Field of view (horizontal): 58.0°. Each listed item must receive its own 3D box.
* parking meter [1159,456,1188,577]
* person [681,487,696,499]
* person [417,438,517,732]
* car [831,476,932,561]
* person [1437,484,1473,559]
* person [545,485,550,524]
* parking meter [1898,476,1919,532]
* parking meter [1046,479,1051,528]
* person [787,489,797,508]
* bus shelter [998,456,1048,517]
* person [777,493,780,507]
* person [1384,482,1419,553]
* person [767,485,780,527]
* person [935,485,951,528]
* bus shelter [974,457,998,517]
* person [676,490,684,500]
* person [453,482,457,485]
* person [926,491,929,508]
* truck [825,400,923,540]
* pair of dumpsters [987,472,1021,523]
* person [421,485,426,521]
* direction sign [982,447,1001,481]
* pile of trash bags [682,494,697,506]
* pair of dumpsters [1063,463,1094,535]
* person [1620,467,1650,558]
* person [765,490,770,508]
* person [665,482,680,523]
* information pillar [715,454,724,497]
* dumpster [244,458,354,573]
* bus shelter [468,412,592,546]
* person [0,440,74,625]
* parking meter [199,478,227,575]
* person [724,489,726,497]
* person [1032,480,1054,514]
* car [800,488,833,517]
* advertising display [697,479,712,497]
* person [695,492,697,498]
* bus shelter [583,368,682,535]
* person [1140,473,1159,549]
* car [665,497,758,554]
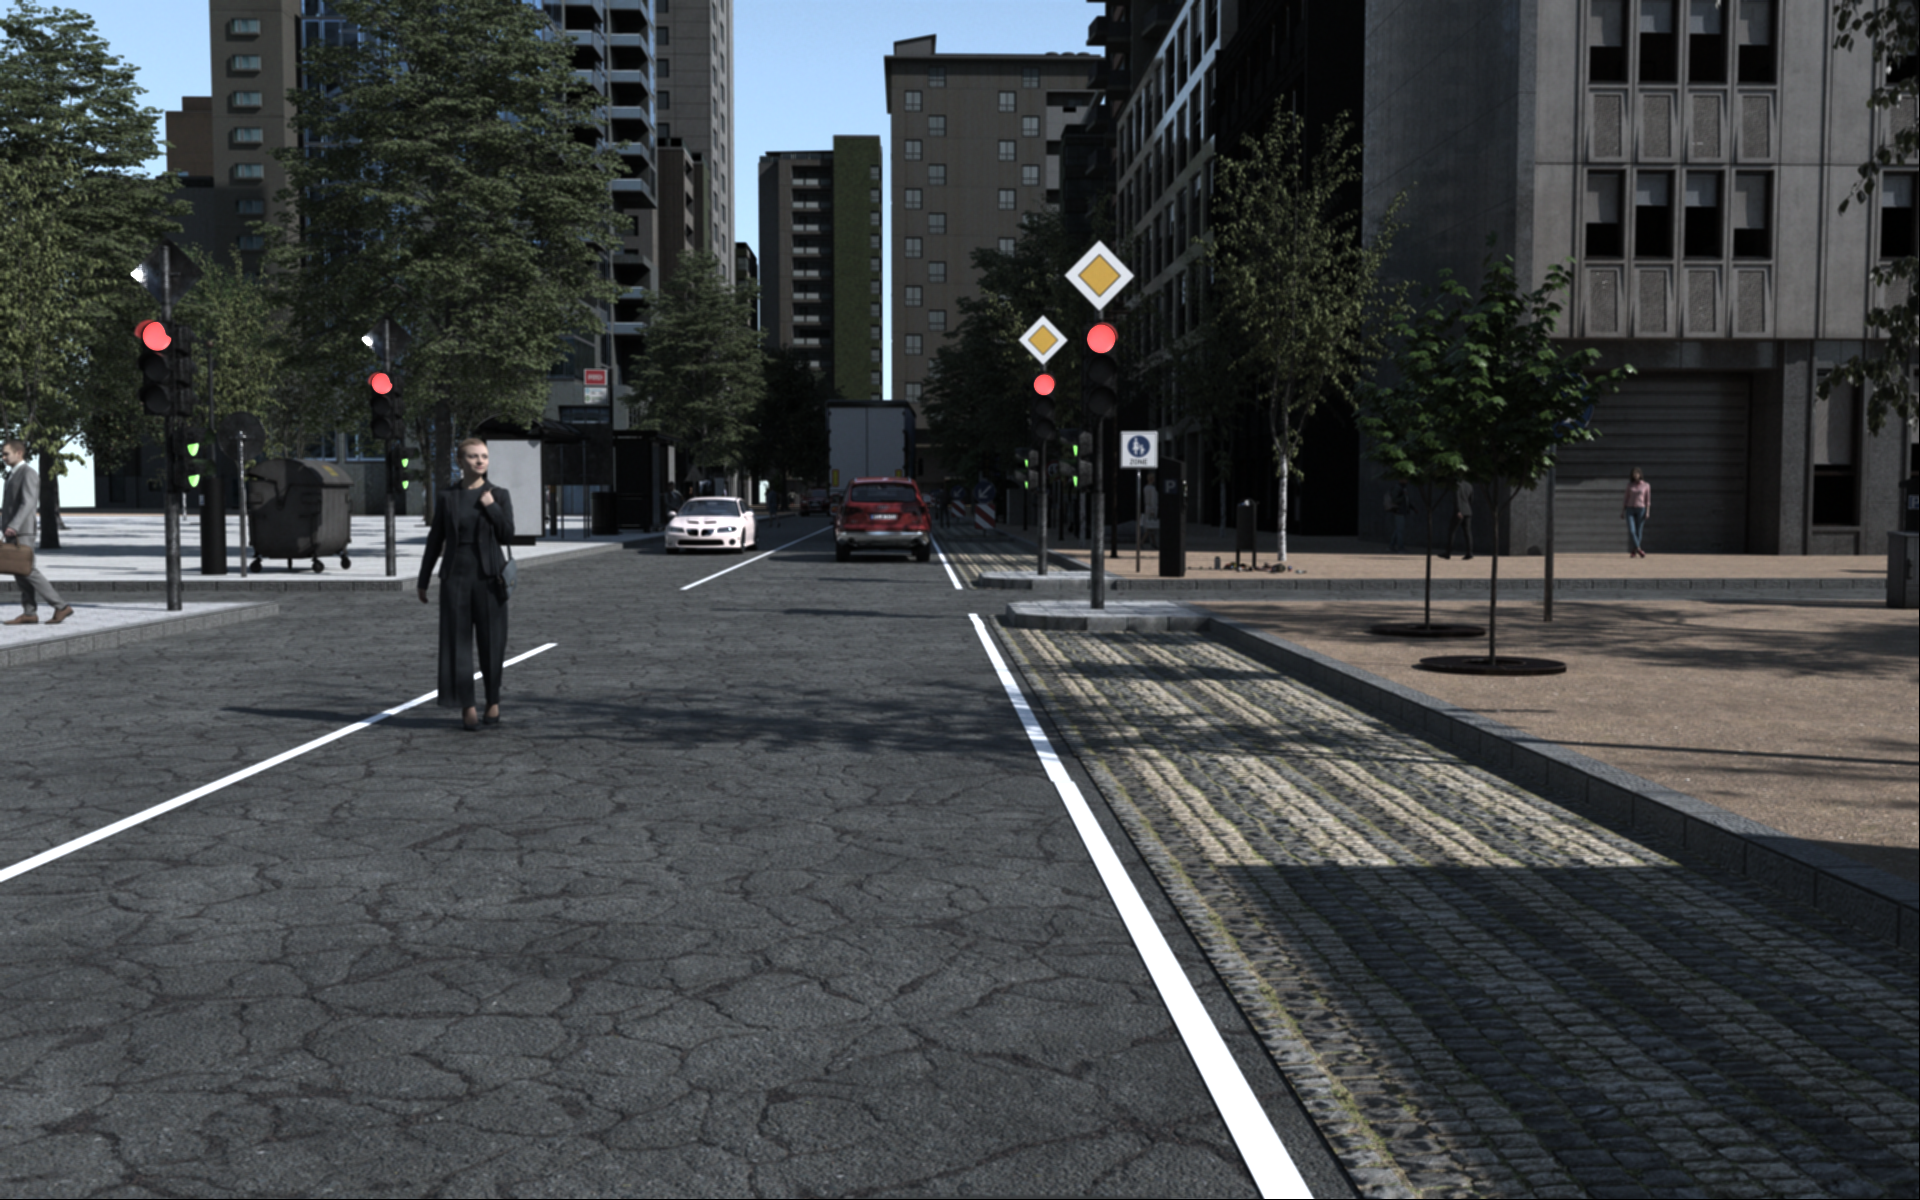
[{"bbox_3d":[3.307,-1.291,26.819,0.399,1.863,0.255,2,4,25],"label":"parking meter"},{"bbox_3d":[-16.551,-6.092,106.465,1.217,1.723,0.721,0,4,-2],"label":"person"},{"bbox_3d":[-3.007,-0.104,10.624,0.576,1.772,0.534,-2,4,-28],"label":"person"},{"bbox_3d":[-1.731,-1.819,38.422,2.281,1.827,5.304,0,4,-3],"label":"car"},{"bbox_3d":[9.765,-1.725,34.025,0.659,1.850,0.755,-2,4,-34],"label":"person"},{"bbox_3d":[-17.704,-4.185,74.745,0.678,1.792,0.850,0,4,-7],"label":"person"},{"bbox_3d":[11.144,-0.722,20.216,0.372,1.533,0.369,0,3,0],"label":"parking meter"},{"bbox_3d":[3.213,-3.635,65.139,0.399,1.863,0.255,-1,4,-19],"label":"parking meter"},{"bbox_3d":[-15.825,-9.540,162.816,1.217,1.735,0.721,-2,4,-33],"label":"person"},{"bbox_3d":[3.118,-5.543,84.548,2.014,3.302,5.546,0,4,-2],"label":"bus shelter"},{"bbox_3d":[-17.624,-9.917,168.192,0.705,1.823,1.348,-1,4,-11],"label":"person"},{"bbox_3d":[9.553,-1.905,37.529,0.721,1.781,0.623,1,4,19],"label":"person"},{"bbox_3d":[-8.021,-4.032,74.439,0.581,1.822,0.654,-3,5,-43],"label":"person"},{"bbox_3d":[-0.721,-3.948,73.012,0.622,1.834,0.822,-1,4,-11],"label":"person"},{"bbox_3d":[1.866,-6.196,95.228,2.014,3.302,5.546,0,4,-2],"label":"bus shelter"},{"bbox_3d":[-17.990,-6.289,108.953,1.350,1.814,0.705,-2,4,-28],"label":"person"},{"bbox_3d":[-21.726,-4.177,74.426,0.778,1.811,0.616,-1,4,-14],"label":"person"},{"bbox_3d":[-3.239,-9.762,169.045,0.436,1.711,0.756,-3,5,-40],"label":"person"},{"bbox_3d":[-2.750,-4.178,57.228,2.839,4.237,11.283,0,4,0],"label":"truck"},{"bbox_3d":[1.947,-4.699,79.326,1.574,2.255,4.437,0,4,-2],"label":"pair of dumpsters"},{"bbox_3d":[-25.368,-4.662,82.484,0.641,1.798,0.478,1,4,13],"label":"person"},{"bbox_3d":[1.521,-5.598,83.519,0.876,3.537,0.379,0,4,-4],"label":"direction sign"},{"bbox_3d":[-12.602,-4.568,84.436,1.912,1.369,3.447,-1,4,-12],"label":"pile of trash bags"},{"bbox_3d":[4.312,-3.272,55.997,1.574,2.255,4.437,0,4,-2],"label":"pair of dumpsters"},{"bbox_3d":[13.637,-1.770,34.994,0.555,1.821,0.388,1,4,17],"label":"person"},{"bbox_3d":[-16.008,-8.413,144.266,0.551,1.740,0.621,0,4,1],"label":"person"},{"bbox_3d":[-8.159,-2.508,49.774,0.573,1.790,0.520,2,4,24],"label":"person"},{"bbox_3d":[-12.159,-5.879,87.477,0.504,3.616,0.183,0,4,5],"label":"information pillar"},{"bbox_3d":[-10.967,-1.408,28.783,1.264,1.857,1.865,0,4,-2],"label":"dumpster"},{"bbox_3d":[-11.184,-3.154,45.499,2.014,3.302,5.546,0,4,-2],"label":"bus shelter"},{"bbox_3d":[-9.222,-0.663,17.007,0.709,1.813,0.853,3,5,42],"label":"person"},{"bbox_3d":[-11.895,-1.172,27.578,0.372,1.533,0.369,0,3,0],"label":"parking meter"},{"bbox_3d":[-16.059,-6.770,116.600,0.599,1.838,0.709,-2,4,-27],"label":"person"},{"bbox_3d":[2.656,-3.014,55.679,0.716,1.782,0.532,-2,4,-30],"label":"person"},{"bbox_3d":[-9.177,-6.331,112.186,2.281,1.827,5.304,0,3,0],"label":"car"},{"bbox_3d":[-10.991,-4.237,74.489,0.123,1.923,0.974,2,4,26],"label":"advertising display"},{"bbox_3d":[-18.063,-6.702,118.836,0.599,1.433,0.991,2,4,34],"label":"person"},{"bbox_3d":[-10.984,-4.916,58.009,2.179,5.291,8.768,0,4,-2],"label":"bus shelter"},{"bbox_3d":[4.383,-2.069,40.219,0.624,1.780,0.694,-1,4,-9],"label":"person"},{"bbox_3d":[-6.088,-1.864,42.837,2.083,1.381,4.827,0,3,0],"label":"car"}]
